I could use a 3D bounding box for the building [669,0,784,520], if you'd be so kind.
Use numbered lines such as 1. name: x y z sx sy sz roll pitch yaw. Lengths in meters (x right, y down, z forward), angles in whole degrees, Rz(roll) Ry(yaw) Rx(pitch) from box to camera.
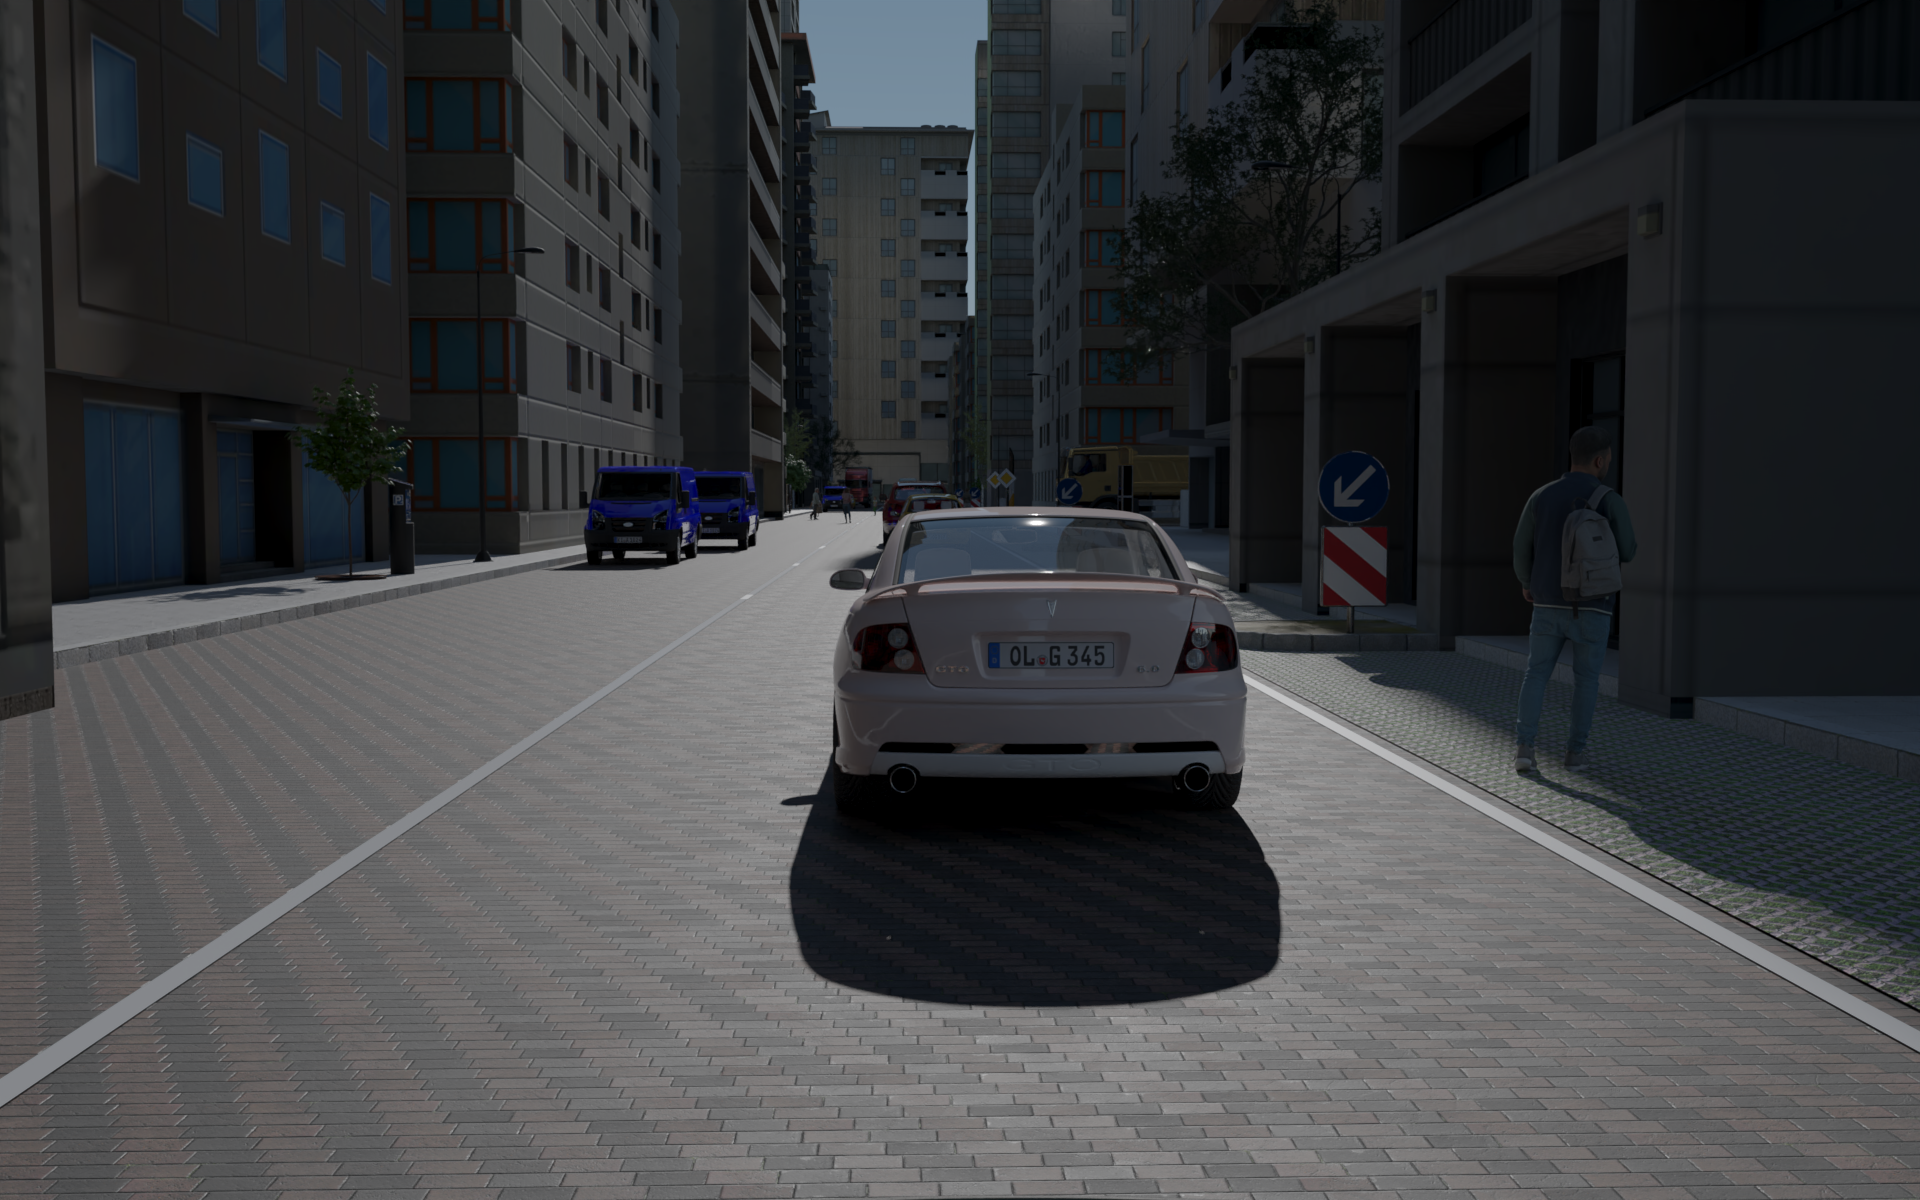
1. building: -19.970 -28.079 82.796 21.300 48.544 21.600 0 4 -2

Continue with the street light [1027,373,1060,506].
1. street light: 3.253 -5.740 66.383 1.470 5.913 1.316 0 4 -2

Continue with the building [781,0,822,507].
1. building: -25.482 -45.763 186.471 20.563 71.187 20.611 0 4 -2

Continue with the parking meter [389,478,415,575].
1. parking meter: -8.940 -1.182 27.735 0.372 1.533 0.369 0 3 0

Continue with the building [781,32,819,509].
1. building: -24.800 -31.068 162.580 22.147 44.769 28.867 0 4 -2

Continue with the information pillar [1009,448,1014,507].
1. information pillar: 2.583 -5.846 86.929 0.183 3.616 0.504 -1 4 -21

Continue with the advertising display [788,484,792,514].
1. advertising display: -11.168 -6.633 113.656 0.123 1.923 0.974 0 4 1

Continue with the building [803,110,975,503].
1. building: -10.087 -40.199 246.498 27.495 52.752 28.713 0 4 -2

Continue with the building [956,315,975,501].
1. building: 14.143 -20.641 182.516 27.650 21.520 28.899 0 4 -2

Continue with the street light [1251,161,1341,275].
1. street light: 4.757 -3.168 24.331 1.470 5.913 1.316 0 4 -2

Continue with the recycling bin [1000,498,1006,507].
1. recycling bin: 2.760 -5.889 108.844 0.722 1.027 0.722 0 4 -7

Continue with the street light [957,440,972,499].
1. street light: 0.408 -10.805 149.205 1.470 5.913 1.316 0 4 -2

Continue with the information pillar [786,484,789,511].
1. information pillar: -12.849 -7.596 128.684 0.304 2.012 0.304 -3 5 -45

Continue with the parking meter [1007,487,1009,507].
1. parking meter: 2.754 -5.612 97.470 0.255 1.863 0.399 2 4 26

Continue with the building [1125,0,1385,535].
1. building: 19.888 -28.204 50.371 28.713 52.752 27.495 0 4 -2

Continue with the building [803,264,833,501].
1. building: -23.047 -27.281 217.751 14.107 30.474 14.160 0 4 -2

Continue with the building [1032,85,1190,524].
1. building: 19.140 -14.845 87.748 28.899 21.520 27.650 0 4 -2

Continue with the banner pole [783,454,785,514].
1. banner pole: -11.071 -7.253 108.600 0.401 3.779 0.863 0 4 3

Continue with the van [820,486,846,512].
1. van: -9.844 -8.098 136.793 2.240 2.365 5.245 0 4 -2

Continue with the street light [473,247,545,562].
1. street light: -8.510 -3.680 32.709 1.470 5.913 1.316 0 4 -2

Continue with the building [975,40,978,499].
1. building: 8.307 -29.154 160.256 14.154 41.232 14.086 0 4 -2

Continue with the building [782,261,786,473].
1. building: -26.580 -16.610 116.607 27.650 21.520 28.899 0 4 -2

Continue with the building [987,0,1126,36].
1. building: 8.748 -26.421 115.578 14.154 41.232 14.086 0 4 -2

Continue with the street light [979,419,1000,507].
1. street light: 1.861 -8.241 107.279 1.470 5.913 1.316 0 4 -2

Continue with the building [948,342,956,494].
1. building: 12.684 -22.437 211.892 27.650 21.520 28.899 0 4 -2

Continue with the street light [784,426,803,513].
1. street light: -11.327 -8.870 117.573 1.470 5.913 1.316 0 4 -2

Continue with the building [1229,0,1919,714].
1. building: 14.536 -35.192 13.639 20.563 71.187 20.611 0 4 -2

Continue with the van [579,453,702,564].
1. van: -6.750 -2.001 37.102 2.240 2.365 5.245 0 4 -3

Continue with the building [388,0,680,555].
1. building: -24.231 -12.497 49.371 28.899 21.520 27.650 0 4 -2

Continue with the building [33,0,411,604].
1. building: -17.378 -22.945 25.257 14.600 45.320 14.200 0 4 -2

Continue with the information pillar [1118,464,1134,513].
1. information pillar: 4.066 -2.328 42.557 0.304 2.012 0.304 -1 4 -15
